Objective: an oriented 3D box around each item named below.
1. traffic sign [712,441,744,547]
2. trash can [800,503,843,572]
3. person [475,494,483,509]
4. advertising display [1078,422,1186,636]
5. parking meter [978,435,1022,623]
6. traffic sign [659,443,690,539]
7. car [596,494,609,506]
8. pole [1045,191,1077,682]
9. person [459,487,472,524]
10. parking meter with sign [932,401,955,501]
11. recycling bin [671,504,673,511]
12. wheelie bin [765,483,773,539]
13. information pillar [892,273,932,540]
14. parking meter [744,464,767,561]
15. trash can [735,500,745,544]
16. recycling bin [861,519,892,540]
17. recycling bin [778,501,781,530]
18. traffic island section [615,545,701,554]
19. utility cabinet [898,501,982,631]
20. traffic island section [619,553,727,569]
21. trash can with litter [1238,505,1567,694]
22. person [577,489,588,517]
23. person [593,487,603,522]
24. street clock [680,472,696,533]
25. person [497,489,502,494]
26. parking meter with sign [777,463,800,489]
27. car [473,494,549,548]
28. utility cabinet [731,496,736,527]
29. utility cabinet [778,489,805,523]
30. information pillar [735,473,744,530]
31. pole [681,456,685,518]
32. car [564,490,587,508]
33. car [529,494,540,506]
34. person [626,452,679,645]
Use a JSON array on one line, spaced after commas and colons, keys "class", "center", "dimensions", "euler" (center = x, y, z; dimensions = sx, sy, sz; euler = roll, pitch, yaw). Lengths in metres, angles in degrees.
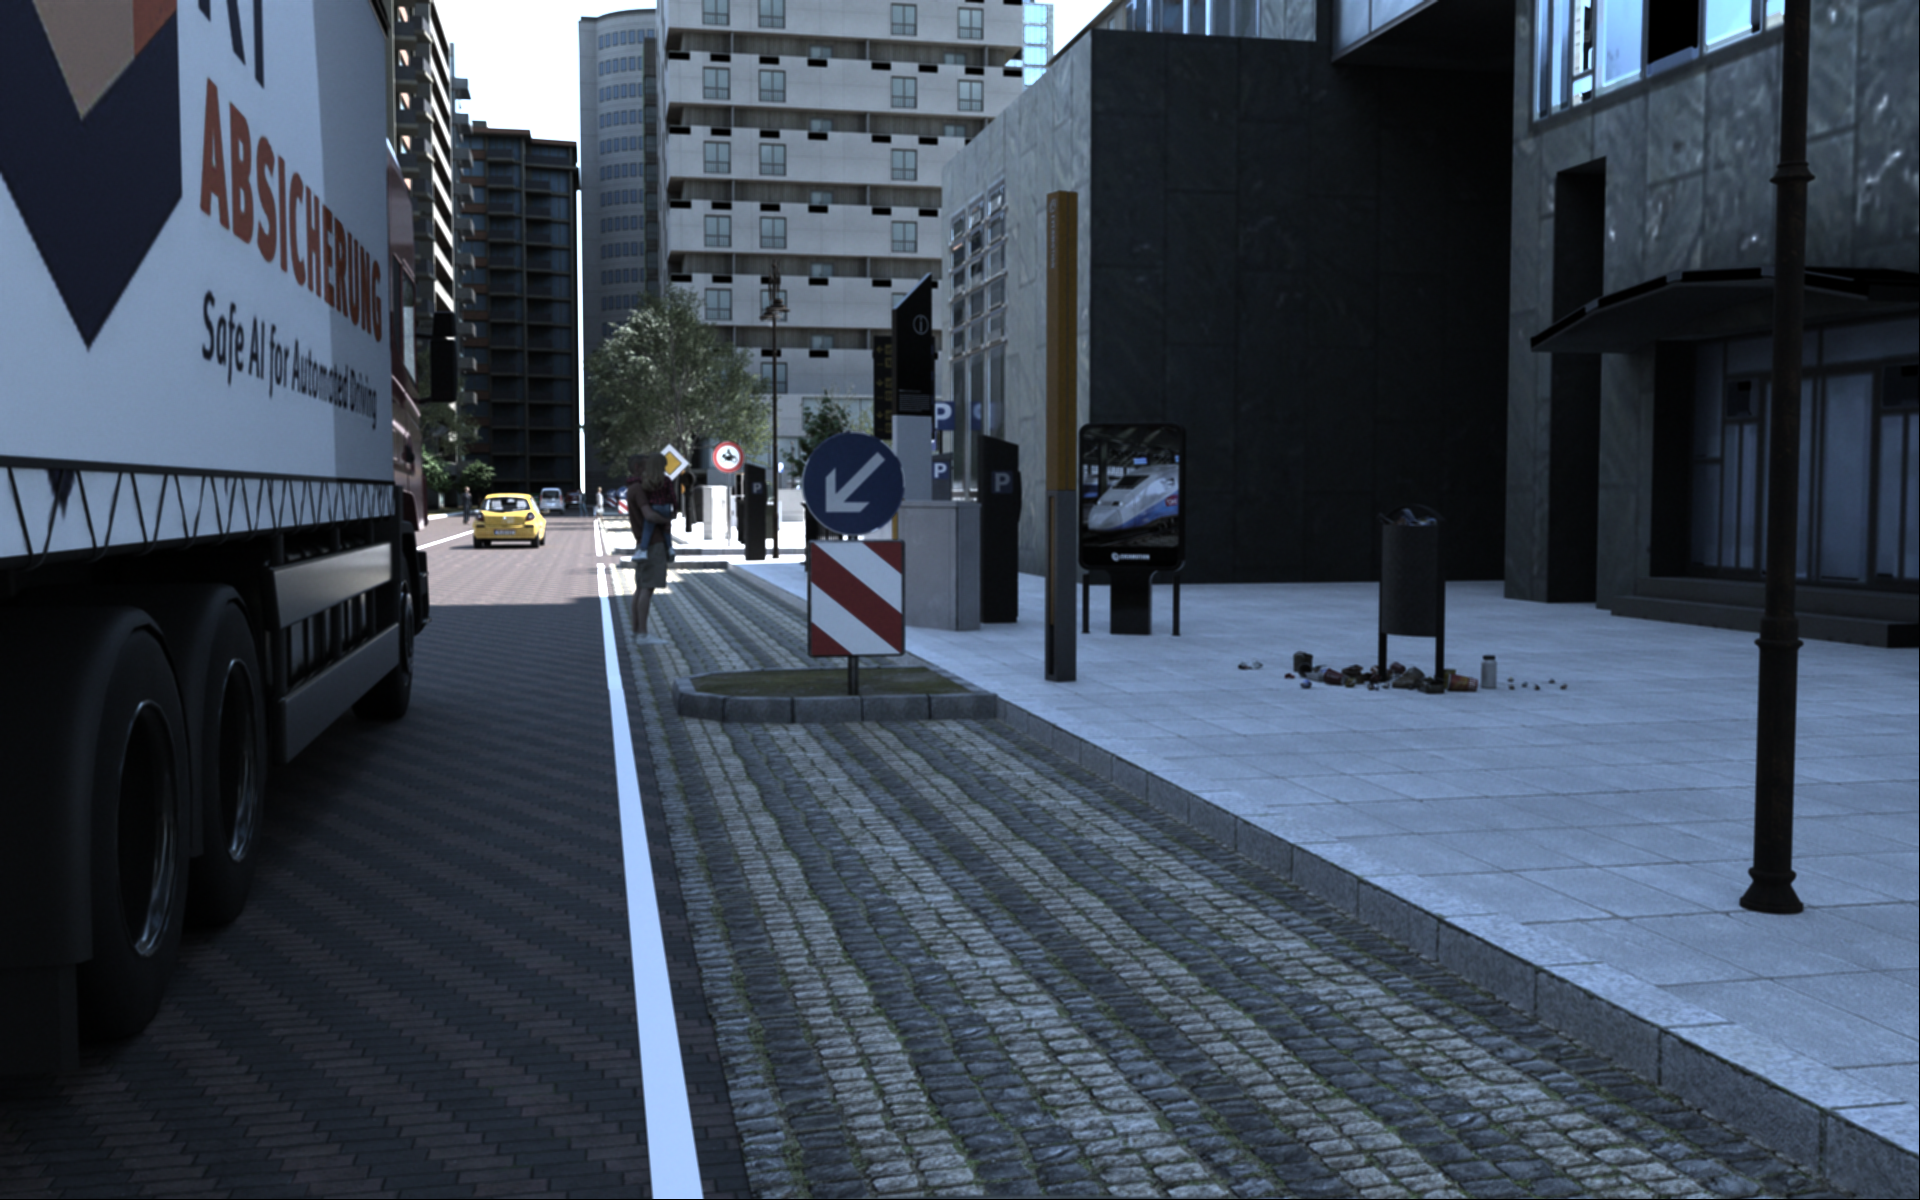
[{"class": "traffic sign", "center": [-5.571, -2.544, 41.706], "dimensions": [0.768, 2.556, 0.104], "euler": [-1, 4, -9]}, {"class": "trash can", "center": [-2.142, -0.957, 27.306], "dimensions": [0.748, 1.137, 0.748], "euler": [0, 3, 0]}, {"class": "person", "center": [-34.164, -6.812, 123.131], "dimensions": [0.557, 1.426, 1.065], "euler": [-3, 5, -43]}, {"class": "advertising display", "center": [1.564, -0.647, 15.791], "dimensions": [0.974, 1.923, 0.123], "euler": [1, 4, 20]}, {"class": "parking meter", "center": [0.392, -0.708, 17.289], "dimensions": [0.399, 1.863, 0.255], "euler": [-1, 4, -17]}, {"class": "traffic sign", "center": [-5.718, -1.866, 34.146], "dimensions": [0.795, 2.450, 0.064], "euler": [-1, 4, -12]}, {"class": "car", "center": [-37.150, -10.364, 181.461], "dimensions": [2.014, 1.417, 4.499], "euler": [-1, 4, -12]}, {"class": "pole", "center": [0.691, -1.099, 11.813], "dimensions": [0.158, 3.312, 0.155], "euler": [0, 3, 0]}, {"class": "person", "center": [-23.438, -4.476, 82.098], "dimensions": [0.534, 1.772, 0.576], "euler": [1, 4, 12]}, {"class": "parking meter with sign", "center": [-0.379, -2.172, 31.774], "dimensions": [0.543, 3.016, 1.738], "euler": [0, 4, 1]}, {"class": "recycling bin", "center": [-15.984, -5.026, 94.723], "dimensions": [0.722, 1.027, 0.722], "euler": [-2, 4, -32]}, {"class": "wheelie bin", "center": [-5.688, -2.529, 49.263], "dimensions": [0.980, 1.594, 0.693], "euler": [-3, 5, -43]}, {"class": "information pillar", "center": [-0.495, -1.650, 18.331], "dimensions": [0.504, 3.616, 0.183], "euler": [-3, 5, -39]}, {"class": "parking meter", "center": [-3.931, -1.689, 33.331], "dimensions": [0.399, 1.863, 0.255], "euler": [-2, 4, -27]}, {"class": "trash can", "center": [-5.403, -2.002, 44.386], "dimensions": [0.748, 1.137, 0.748], "euler": [0, 3, 0]}, {"class": "recycling bin", "center": [-1.612, -1.365, 34.880], "dimensions": [0.722, 1.027, 0.722], "euler": [-1, 4, -8]}, {"class": "recycling bin", "center": [-6.724, -2.989, 61.426], "dimensions": [0.722, 1.027, 0.722], "euler": [-1, 4, -9]}, {"class": "traffic island section", "center": [-7.354, -1.208, 42.040], "dimensions": [2.009, 0.180, 2.903], "euler": [-1, 4, -12]}, {"class": "utility cabinet", "center": [-0.204, -0.334, 16.630], "dimensions": [0.306, 1.237, 1.020], "euler": [-3, 4, -36]}, {"class": "traffic island section", "center": [-5.696, -0.731, 34.228], "dimensions": [2.009, 0.180, 2.903], "euler": [-1, 4, -12]}, {"class": "trash can with litter", "center": [2.890, -0.054, 11.948], "dimensions": [1.678, 1.210, 2.233], "euler": [-2, 4, -33]}, {"class": "person", "center": [-23.803, -6.129, 109.052], "dimensions": [0.623, 1.781, 0.721], "euler": [1, 4, 20]}, {"class": "person", "center": [-18.742, -4.952, 89.825], "dimensions": [0.624, 1.780, 0.694], "euler": [-1, 4, -20]}, {"class": "street clock", "center": [-8.987, -3.227, 57.327], "dimensions": [0.471, 2.002, 0.358], "euler": [1, 4, 19]}, {"class": "person", "center": [-39.355, -8.536, 148.074], "dimensions": [1.348, 1.824, 0.705], "euler": [0, 4, -4]}, {"class": "parking meter with sign", "center": [-9.245, -6.098, 95.970], "dimensions": [1.738, 3.016, 0.543], "euler": [2, 4, 25]}, {"class": "car", "center": [-12.256, -2.262, 47.215], "dimensions": [2.015, 1.641, 3.980], "euler": [-1, 4, -10]}, {"class": "utility cabinet", "center": [-9.004, -3.405, 66.836], "dimensions": [1.020, 1.237, 0.306], "euler": [-3, 4, -36]}, {"class": "utility cabinet", "center": [-7.489, -4.176, 76.951], "dimensions": [1.173, 1.500, 0.318], "euler": [0, 4, 3]}, {"class": "information pillar", "center": [-7.781, -3.496, 61.659], "dimensions": [0.304, 2.012, 0.304], "euler": [2, 4, 30]}, {"class": "pole", "center": [-14.794, -6.033, 92.481], "dimensions": [0.158, 3.312, 0.155], "euler": [0, 3, 0]}, {"class": "car", "center": [-39.009, -10.209, 175.595], "dimensions": [2.281, 1.827, 5.304], "euler": [-1, 4, -12]}, {"class": "car", "center": [-43.527, -10.310, 177.371], "dimensions": [1.959, 1.807, 4.718], "euler": [-1, 4, -11]}, {"class": "person", "center": [-2.959, -0.491, 16.495], "dimensions": [0.580, 1.828, 0.573], "euler": [2, 4, 23]}]
